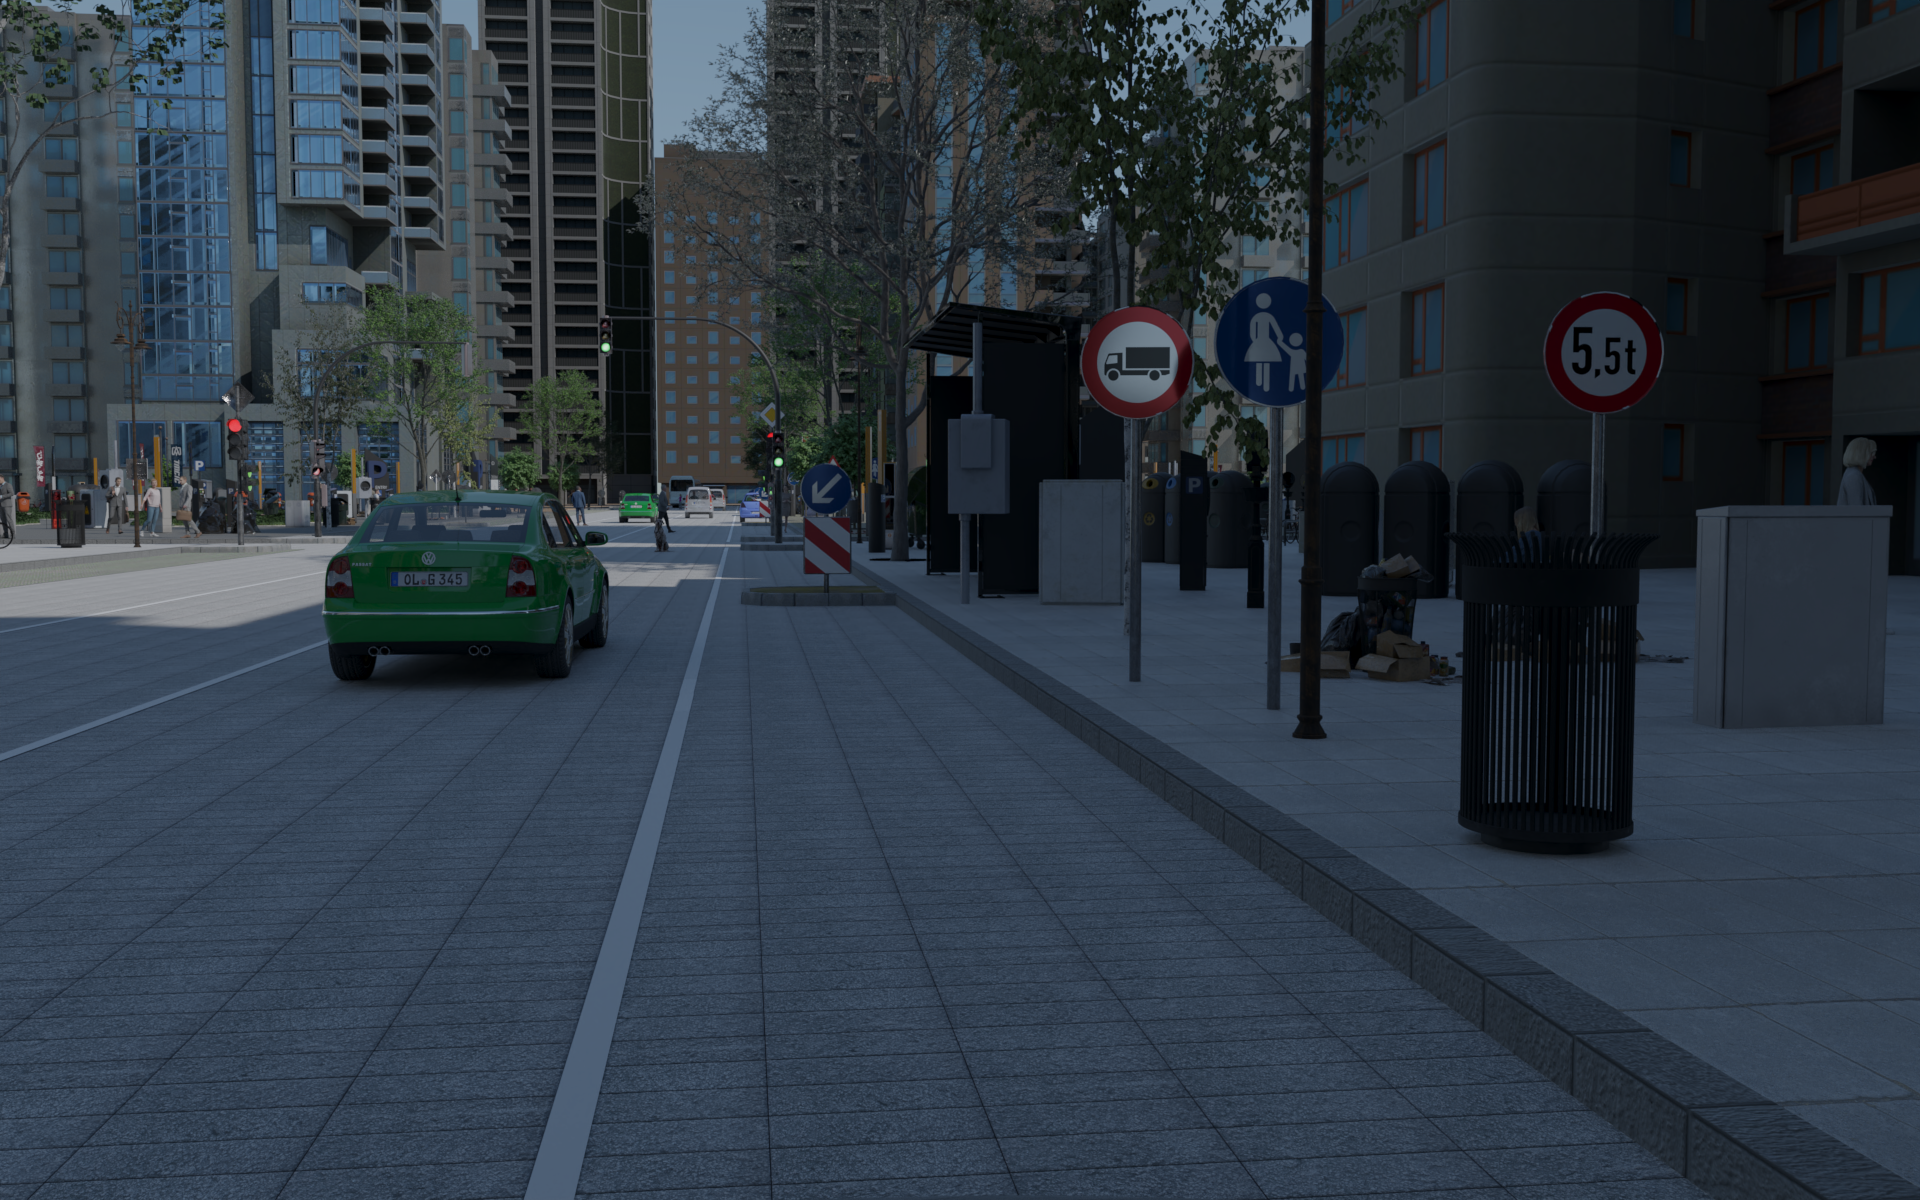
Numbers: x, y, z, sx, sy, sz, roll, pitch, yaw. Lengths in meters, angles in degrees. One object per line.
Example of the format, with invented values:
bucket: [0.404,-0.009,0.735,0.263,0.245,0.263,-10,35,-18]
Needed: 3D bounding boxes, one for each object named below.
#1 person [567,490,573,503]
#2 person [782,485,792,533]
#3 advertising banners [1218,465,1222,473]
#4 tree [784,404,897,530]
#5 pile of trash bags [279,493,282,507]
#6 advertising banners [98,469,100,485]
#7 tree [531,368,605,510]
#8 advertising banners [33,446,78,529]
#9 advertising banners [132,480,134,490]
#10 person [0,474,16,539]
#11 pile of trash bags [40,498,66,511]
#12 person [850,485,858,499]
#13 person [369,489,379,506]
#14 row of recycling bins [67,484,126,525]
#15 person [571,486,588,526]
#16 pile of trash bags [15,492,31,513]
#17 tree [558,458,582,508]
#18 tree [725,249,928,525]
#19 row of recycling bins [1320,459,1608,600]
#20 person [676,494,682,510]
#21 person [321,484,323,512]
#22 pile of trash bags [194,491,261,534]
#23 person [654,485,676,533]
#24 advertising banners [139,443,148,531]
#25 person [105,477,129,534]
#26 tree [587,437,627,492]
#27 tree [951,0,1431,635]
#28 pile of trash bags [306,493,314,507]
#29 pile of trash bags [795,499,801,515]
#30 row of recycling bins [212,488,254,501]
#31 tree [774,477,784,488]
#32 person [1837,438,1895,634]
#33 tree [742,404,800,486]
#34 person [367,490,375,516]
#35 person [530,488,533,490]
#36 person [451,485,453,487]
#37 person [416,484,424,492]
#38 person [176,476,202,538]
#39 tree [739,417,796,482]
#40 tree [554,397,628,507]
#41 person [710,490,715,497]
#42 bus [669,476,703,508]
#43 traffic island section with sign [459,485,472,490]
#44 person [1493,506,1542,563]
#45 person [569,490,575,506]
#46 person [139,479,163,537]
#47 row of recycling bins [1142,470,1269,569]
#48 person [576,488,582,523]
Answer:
person: [-44.540,-11.746,198.618,1.217,1.766,0.721,0,4,5]
person: [-6.444,-3.346,63.555,0.599,1.781,0.374,-1,4,-14]
advertising banners: [14.635,-6.546,103.212,2.074,3.025,0.090,2,4,27]
tree: [-3.785,-4.853,63.057,4.285,4.588,4.351,0,3,0]
pile of trash bags: [-42.639,-5.783,104.304,3.447,1.369,1.912,-3,4,-36]
advertising banners: [-59.798,-7.606,120.541,0.090,3.025,2.074,-1,4,-19]
tree: [-32.705,-13.220,141.894,9.928,11.665,9.643,0,3,0]
advertising banners: [-33.111,-4.113,63.439,0.090,3.025,2.074,1,4,15]
advertising banners: [-52.798,-7.124,112.663,2.074,3.025,0.090,-2,4,-31]
person: [-27.432,-2.682,49.693,0.655,1.846,0.447,2,4,27]
pile of trash bags: [-53.450,-5.754,103.829,1.912,1.369,3.447,1,4,10]
person: [-6.139,-5.679,98.873,0.794,1.824,0.713,3,5,39]
person: [-26.207,-4.223,77.684,0.503,1.515,0.523,1,4,14]
row of recycling bins: [-36.399,-4.039,73.149,1.069,1.692,3.534,0,4,4]
person: [-17.288,-4.284,78.724,0.721,1.800,0.419,0,4,-2]
pile of trash bags: [-44.517,-4.262,79.439,3.447,1.369,1.912,-3,5,-43]
tree: [-35.386,-10.446,154.501,4.285,4.588,4.351,0,3,0]
tree: [-4.964,-8.930,71.761,9.928,11.665,9.643,0,3,0]
row of recycling bins: [6.110,-0.869,21.324,3.534,1.692,1.069,2,4,28]
person: [-26.010,-9.118,160.809,0.991,1.433,0.599,3,5,40]
person: [-31.703,-4.879,86.239,0.534,1.772,0.576,-2,4,-28]
pile of trash bags: [-24.026,-2.897,57.119,1.912,1.369,3.447,-1,4,-12]
person: [-10.771,-3.325,63.257,0.834,1.777,0.661,-1,4,-19]
advertising banners: [-28.253,-3.922,60.312,0.090,3.025,2.074,-1,4,-11]
person: [-27.161,-3.044,55.776,0.822,1.834,0.622,3,5,44]
tree: [-38.780,-14.617,189.342,4.360,8.622,3.978,0,3,0]
tree: [1.756,-3.977,15.389,4.737,8.622,4.395,0,3,0]
pile of trash bags: [-42.193,-6.440,115.050,3.447,1.369,1.912,2,4,32]
pile of trash bags: [-10.266,-6.021,108.189,1.912,1.369,3.447,1,4,15]
row of recycling bins: [-46.285,-6.247,109.247,1.069,1.692,3.534,3,5,41]
tree: [-17.739,-10.890,172.656,1.663,3.219,1.824,0,3,0]
person: [8.290,-0.602,16.068,0.728,1.800,0.709,2,4,28]
tree: [-22.067,-17.518,204.551,7.486,12.596,7.792,0,3,0]
person: [-33.841,-5.680,99.457,0.519,1.759,0.362,-2,4,-30]
person: [-37.037,-8.778,149.432,0.599,1.838,0.709,-3,5,-39]
person: [-32.182,-6.371,110.173,0.622,1.834,0.822,3,5,43]
person: [-21.446,-3.702,68.808,0.659,1.850,0.755,1,4,17]
person: [-22.535,-2.705,50.396,0.709,1.813,0.853,2,4,34]
tree: [-20.402,-15.553,188.710,8.767,10.594,7.601,3,5,41]
tree: [-35.264,-14.151,165.782,7.601,10.594,8.767,-1,4,-12]
person: [-19.113,-7.520,132.178,1.217,1.743,0.721,-3,4,-38]
bus: [-28.786,-11.441,181.924,2.948,3.499,13.247,0,4,-6]
traffic island section with sign: [-21.929,-4.170,76.800,1.989,1.847,2.006,0,4,-7]
person: [5.784,-0.406,18.182,0.738,1.151,1.012,3,5,41]
person: [-41.287,-10.899,184.954,1.217,1.735,0.721,-3,5,-44]
person: [-24.453,-2.778,52.141,0.598,1.740,0.731,0,4,7]
row of recycling bins: [4.278,-1.487,31.422,1.069,1.692,3.534,-1,4,-19]
person: [-19.101,-4.738,86.534,0.524,1.755,0.480,1,4,11]
